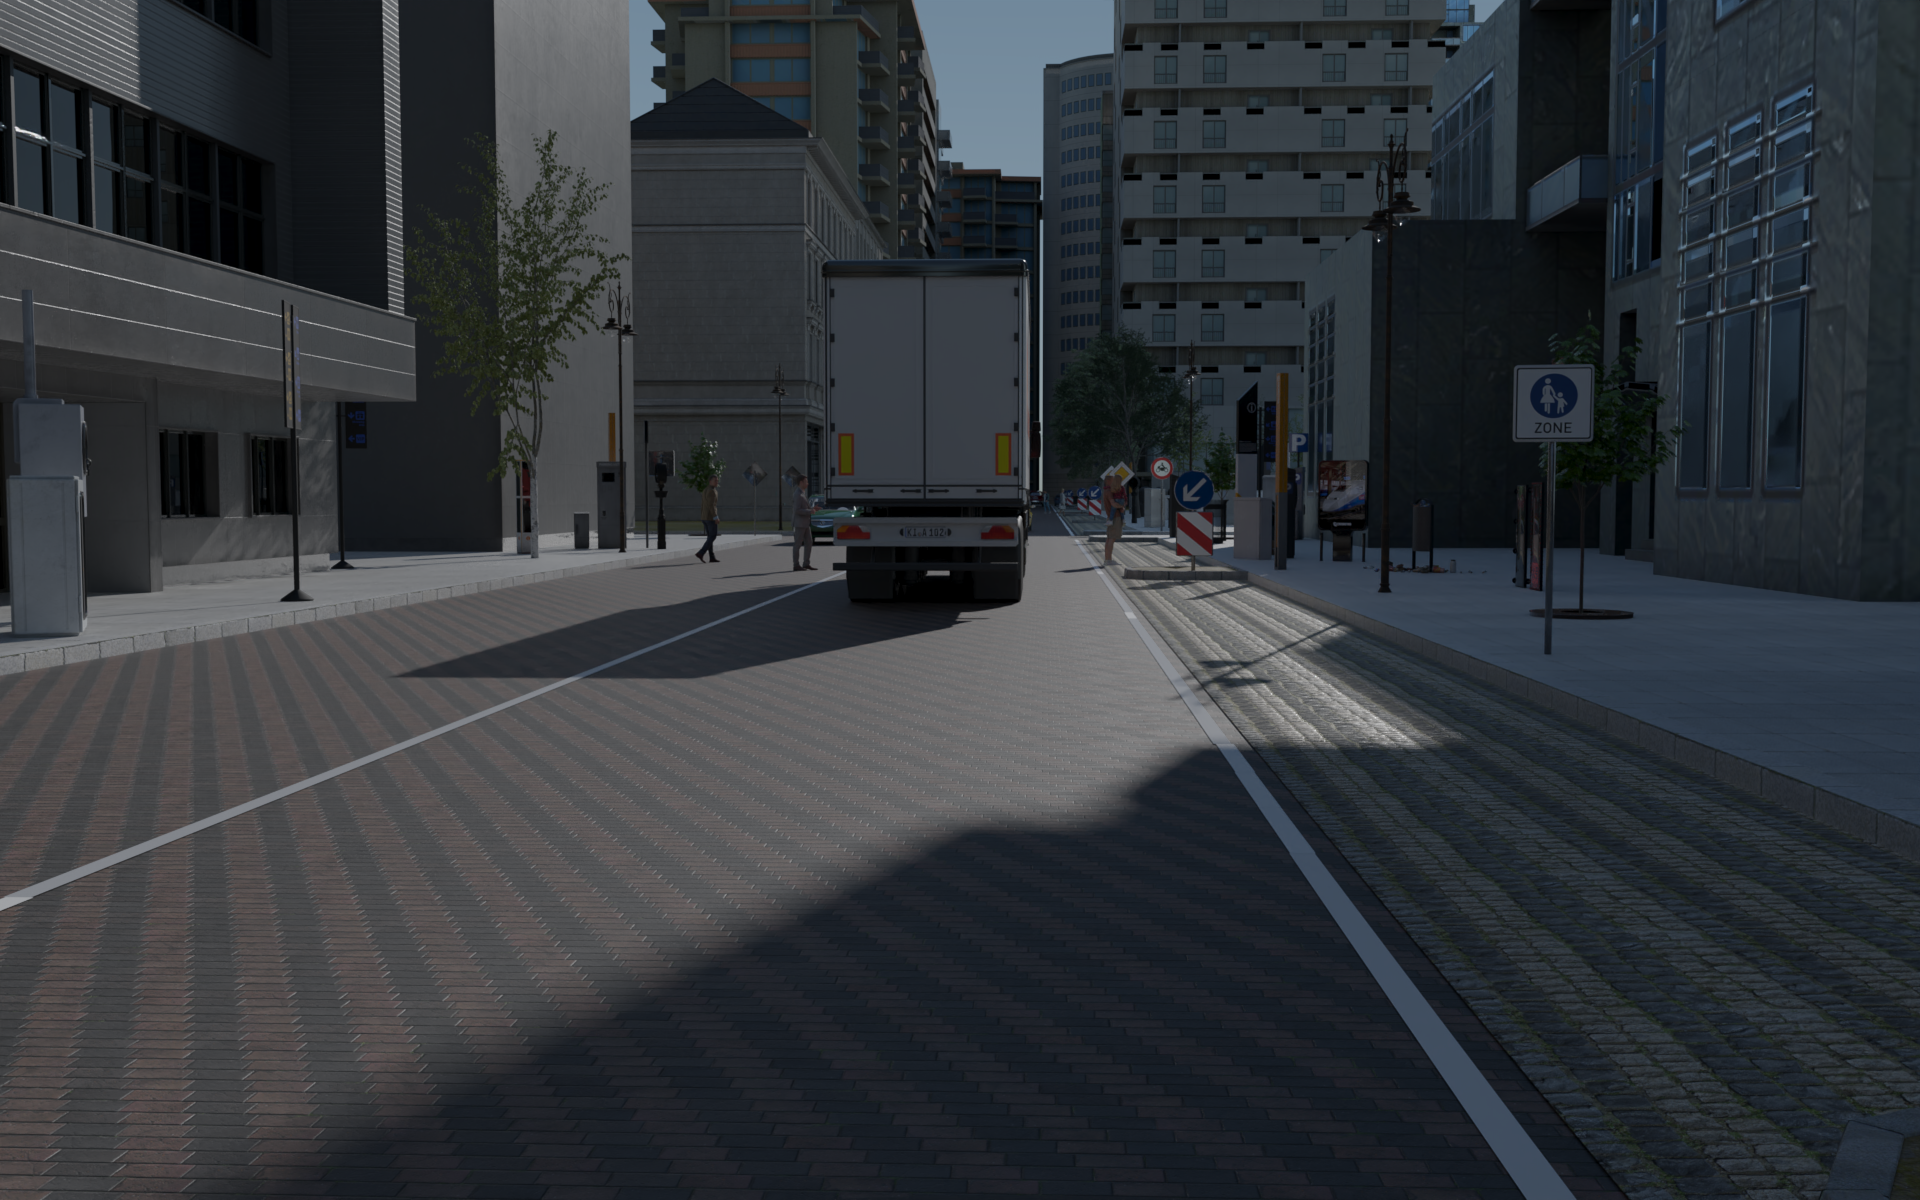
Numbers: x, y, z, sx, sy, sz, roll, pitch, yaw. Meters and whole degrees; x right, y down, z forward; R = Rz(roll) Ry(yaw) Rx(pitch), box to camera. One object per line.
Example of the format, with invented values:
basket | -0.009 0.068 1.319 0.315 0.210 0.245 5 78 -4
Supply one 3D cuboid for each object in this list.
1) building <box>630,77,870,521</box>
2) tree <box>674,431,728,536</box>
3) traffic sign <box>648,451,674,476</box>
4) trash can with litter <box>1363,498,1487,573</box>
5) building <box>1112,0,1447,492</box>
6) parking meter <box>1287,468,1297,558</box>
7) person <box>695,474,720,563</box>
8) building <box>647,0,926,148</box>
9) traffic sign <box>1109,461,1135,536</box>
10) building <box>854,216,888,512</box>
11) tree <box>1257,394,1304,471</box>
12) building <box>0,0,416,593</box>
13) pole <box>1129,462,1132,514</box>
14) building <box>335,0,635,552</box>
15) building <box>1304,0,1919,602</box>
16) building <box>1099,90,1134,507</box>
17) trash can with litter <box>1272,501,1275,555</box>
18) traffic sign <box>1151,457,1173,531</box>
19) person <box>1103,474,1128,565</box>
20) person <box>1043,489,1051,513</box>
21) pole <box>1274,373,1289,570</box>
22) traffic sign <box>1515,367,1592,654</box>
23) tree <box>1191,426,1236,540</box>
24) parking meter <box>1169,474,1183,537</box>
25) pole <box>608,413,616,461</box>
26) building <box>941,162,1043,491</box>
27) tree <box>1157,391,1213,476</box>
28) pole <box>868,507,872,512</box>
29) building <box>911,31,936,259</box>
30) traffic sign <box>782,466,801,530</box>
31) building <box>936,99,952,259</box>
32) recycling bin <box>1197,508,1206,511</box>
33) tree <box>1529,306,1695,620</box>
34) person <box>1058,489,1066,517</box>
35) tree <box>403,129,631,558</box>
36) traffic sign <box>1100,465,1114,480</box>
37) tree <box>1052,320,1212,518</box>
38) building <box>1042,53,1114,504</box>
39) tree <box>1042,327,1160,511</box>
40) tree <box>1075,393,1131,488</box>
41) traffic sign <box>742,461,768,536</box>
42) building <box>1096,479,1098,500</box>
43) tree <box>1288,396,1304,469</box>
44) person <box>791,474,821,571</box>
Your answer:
building | -11.515 -14.132 81.970 10.553 20.767 40.483 0 4 3
tree | -7.976 -3.576 53.062 1.663 3.219 1.824 0 3 0
traffic sign | -7.014 -2.359 40.696 0.606 2.300 0.079 0 4 4
trash can with litter | 7.578 -1.088 28.843 1.678 1.210 2.233 -1 4 -19
building | 27.778 -34.717 156.863 28.713 52.752 27.495 0 4 3
parking meter | 6.524 -1.769 34.642 0.399 1.863 0.255 0 4 -2
person | -5.199 -1.688 36.011 0.656 1.842 0.836 2 4 31
building | -14.485 -30.333 150.575 22.147 44.769 28.867 0 4 3
traffic sign | 4.899 -2.988 52.494 0.795 2.450 0.064 0 4 3
building | -10.371 -16.100 112.381 9.793 20.994 18.267 0 4 3
tree | 22.678 -10.874 128.151 4.360 8.622 3.978 0 3 0
building | -16.644 -11.910 13.792 14.314 24.678 30.058 0 4 3
pole | 10.953 -7.179 111.218 0.158 3.312 0.155 0 3 0
building | -21.680 -15.391 45.154 24.014 27.812 14.314 0 4 3
building | 20.598 -44.056 32.991 22.319 86.520 31.000 0 4 3
building | 21.391 -30.281 178.695 14.154 41.232 14.086 0 4 3
trash can with litter | 6.671 -1.550 36.723 0.624 1.170 1.055 -1 4 -14
traffic sign | 6.966 -3.649 59.769 0.768 2.556 0.104 0 4 5
person | 3.079 -1.605 34.722 0.580 1.828 0.573 3 4 38
person | 6.435 -7.381 129.530 0.623 1.781 0.721 2 4 35
pole | 5.433 -2.167 29.267 0.158 3.312 0.155 0 3 0
traffic sign | 4.704 -0.713 13.794 0.606 2.300 0.079 1 4 11
tree | 7.308 -3.332 49.078 1.663 3.219 1.824 0 3 0
parking meter | 6.419 -2.785 51.254 0.399 1.863 0.255 -1 4 -12
pole | -8.731 -3.037 43.502 0.158 3.312 0.155 0 3 0
building | -3.428 -35.273 231.340 28.867 44.769 22.147 0 4 3
tree | 15.000 -10.183 116.855 4.737 8.622 4.395 0 3 0
pole | -5.122 -6.393 98.369 0.158 3.312 0.155 0 3 0
building | -13.682 -33.772 175.870 21.300 48.544 21.600 0 4 3
traffic sign | -5.899 -3.510 61.024 0.795 2.450 0.064 0 4 3
building | -16.348 -35.531 200.533 30.456 49.044 23.786 0 4 3
recycling bin | 10.850 -4.072 79.137 0.722 1.027 0.722 0 4 6
tree | 6.424 -1.430 17.980 1.663 3.219 1.824 0 3 0
person | 6.444 -6.165 109.651 0.624 1.780 0.694 0 4 -6
tree | -8.729 -5.134 34.307 4.737 8.622 4.395 0 3 0
traffic sign | 5.282 -3.476 60.470 0.795 2.450 0.064 0 4 3
tree | 9.404 -9.663 92.403 8.767 10.594 7.601 -1 4 -21
building | 25.042 -42.006 228.793 28.212 58.520 21.231 0 4 3
tree | 10.769 -13.856 133.203 9.857 13.997 8.962 0 3 0
tree | 10.420 -10.472 121.575 4.360 8.622 3.978 0 3 0
traffic sign | -6.281 -3.022 53.048 0.795 2.450 0.064 0 4 3
building | 31.834 -30.910 197.253 32.217 40.220 23.993 0 4 3
tree | 24.655 -10.552 122.888 4.737 8.622 4.395 0 3 0
person | -2.876 -1.448 32.373 0.583 1.804 0.606 0 3 0
